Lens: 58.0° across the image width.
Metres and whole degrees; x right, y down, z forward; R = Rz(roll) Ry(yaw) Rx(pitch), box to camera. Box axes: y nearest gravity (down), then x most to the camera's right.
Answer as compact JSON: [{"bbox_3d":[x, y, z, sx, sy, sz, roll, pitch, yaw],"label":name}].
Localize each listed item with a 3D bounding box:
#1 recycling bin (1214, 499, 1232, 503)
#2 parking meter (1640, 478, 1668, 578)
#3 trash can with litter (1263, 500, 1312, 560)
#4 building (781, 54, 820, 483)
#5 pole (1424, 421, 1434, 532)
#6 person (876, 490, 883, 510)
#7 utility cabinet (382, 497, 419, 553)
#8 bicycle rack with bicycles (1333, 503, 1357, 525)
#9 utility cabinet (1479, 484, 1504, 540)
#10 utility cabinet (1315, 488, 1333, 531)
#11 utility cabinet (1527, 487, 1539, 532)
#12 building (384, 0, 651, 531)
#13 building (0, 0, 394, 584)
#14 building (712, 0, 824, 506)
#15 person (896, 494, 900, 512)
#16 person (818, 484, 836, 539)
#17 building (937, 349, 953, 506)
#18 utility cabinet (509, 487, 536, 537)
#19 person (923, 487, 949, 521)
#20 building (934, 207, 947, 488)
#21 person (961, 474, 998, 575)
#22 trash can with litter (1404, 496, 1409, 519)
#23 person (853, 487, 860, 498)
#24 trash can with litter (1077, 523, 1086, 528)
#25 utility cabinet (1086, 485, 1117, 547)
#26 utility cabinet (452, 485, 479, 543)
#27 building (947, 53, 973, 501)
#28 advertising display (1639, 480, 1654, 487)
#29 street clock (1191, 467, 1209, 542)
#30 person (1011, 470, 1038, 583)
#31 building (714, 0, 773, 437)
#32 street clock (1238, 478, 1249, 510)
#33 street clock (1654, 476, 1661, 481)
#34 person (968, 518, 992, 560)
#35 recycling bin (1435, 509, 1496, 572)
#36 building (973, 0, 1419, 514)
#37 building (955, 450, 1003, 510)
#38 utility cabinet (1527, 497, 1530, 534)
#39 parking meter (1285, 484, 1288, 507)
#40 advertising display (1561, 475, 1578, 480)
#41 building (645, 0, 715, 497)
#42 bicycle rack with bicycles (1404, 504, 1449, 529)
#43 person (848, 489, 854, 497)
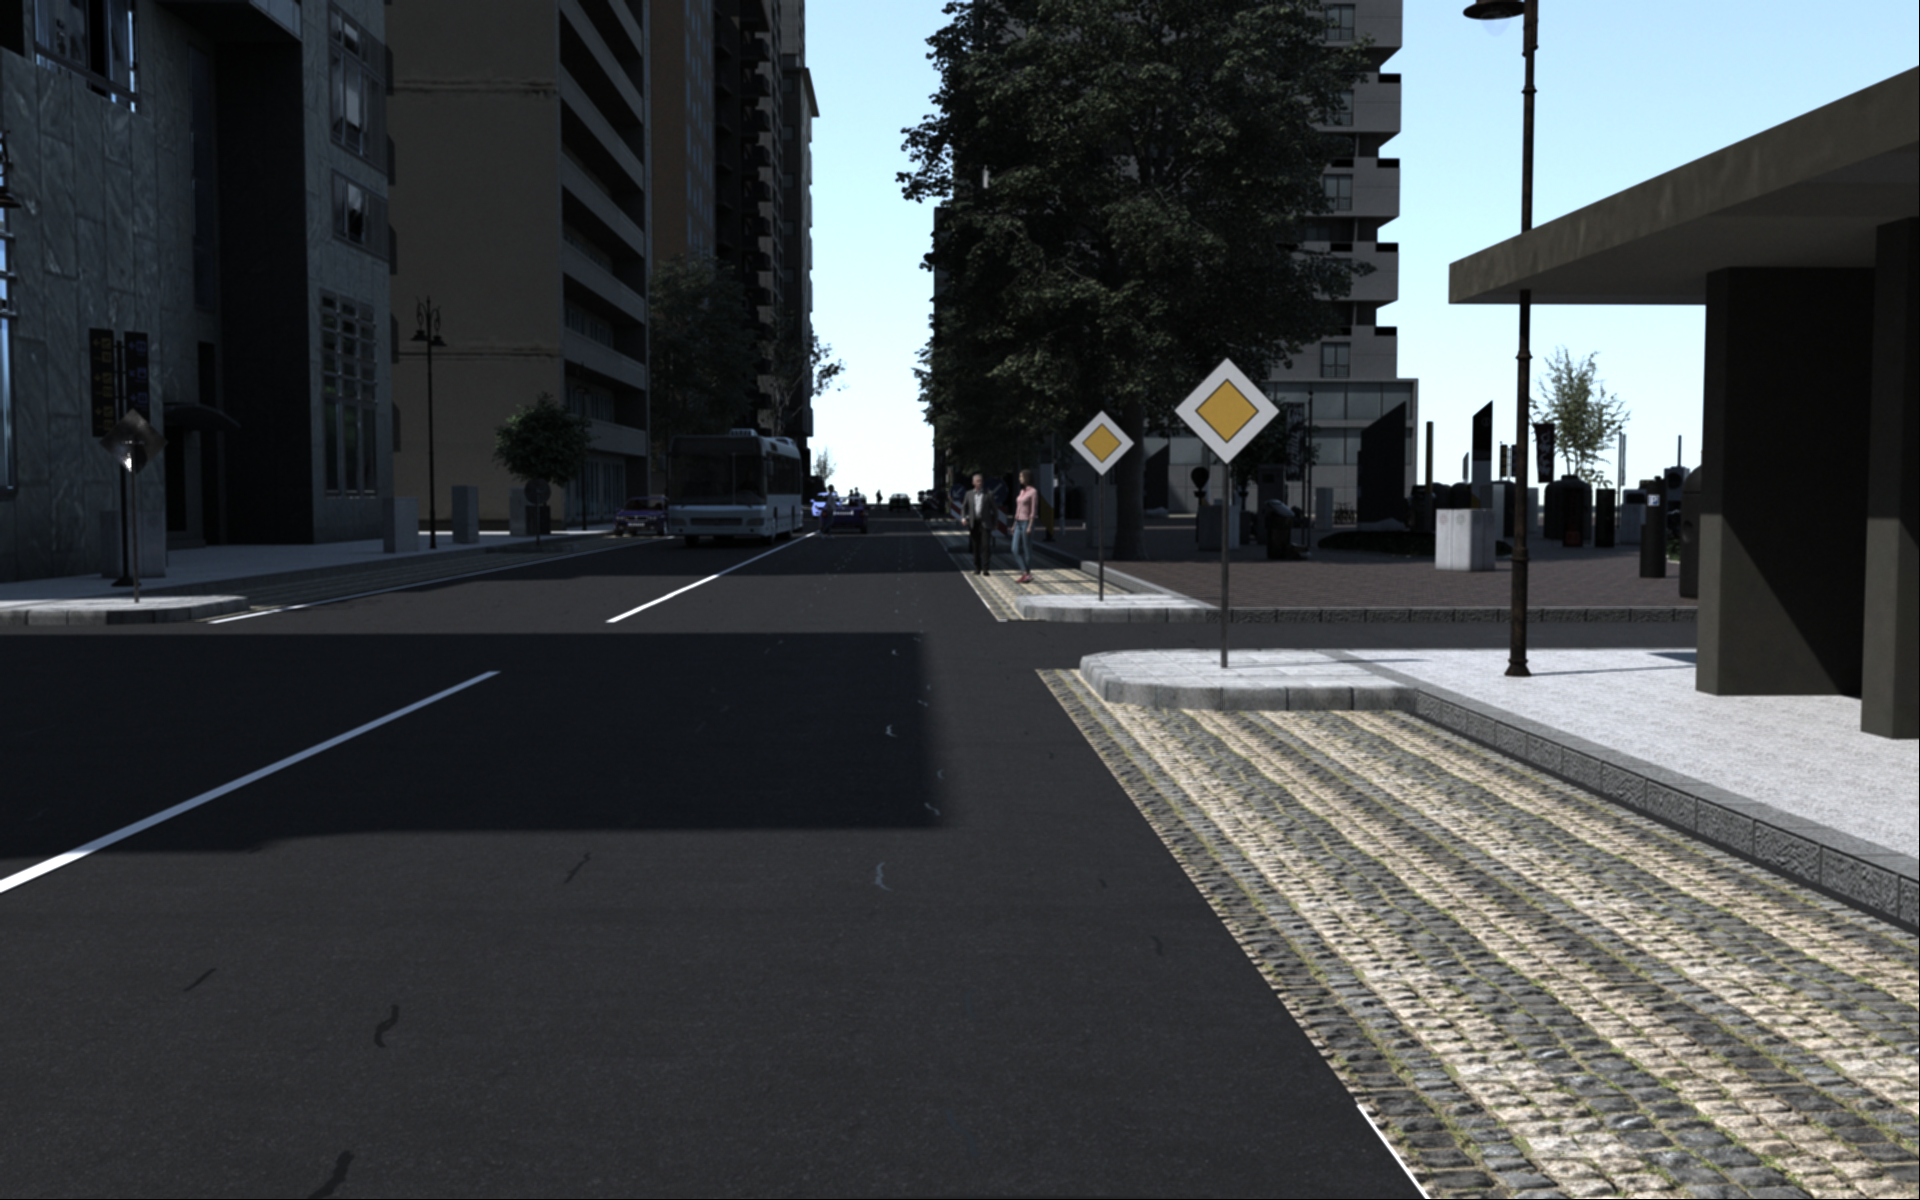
[{"bbox_3d":[13.639,-4.731,89.907,0.722,1.027,0.722,2,4,33],"label":"recycling bin"},{"bbox_3d":[10.640,-1.110,26.560,0.372,1.533,0.369,0,3,0],"label":"parking meter"},{"bbox_3d":[6.489,-1.392,34.139,0.624,1.170,1.055,-3,4,-37],"label":"trash can with litter"},{"bbox_3d":[-32.018,-38.104,212.237,28.713,52.752,27.495,0,4,-2],"label":"building"},{"bbox_3d":[13.159,-3.348,48.588,0.158,3.312,0.155,0,3,0],"label":"pole"},{"bbox_3d":[-7.291,-9.101,157.169,0.599,1.838,0.709,3,5,43],"label":"person"},{"bbox_3d":[-12.268,-1.641,37.990,0.306,1.237,1.020,1,4,13],"label":"utility cabinet"},{"bbox_3d":[16.533,-3.608,72.379,2.925,0.926,2.852,-3,5,-43],"label":"bicycle rack with bicycles"},{"bbox_3d":[12.081,-1.879,39.405,0.318,1.500,1.173,2,4,30],"label":"utility cabinet"},{"bbox_3d":[12.694,-3.158,60.314,0.318,1.500,1.173,0,4,-4],"label":"utility cabinet"},{"bbox_3d":[19.137,-3.038,58.354,0.318,1.500,1.173,3,4,36],"label":"utility cabinet"},{"bbox_3d":[-24.685,-27.189,68.237,21.300,48.544,21.600,0,4,-2],"label":"building"},{"bbox_3d":[-25.249,-44.023,32.446,22.319,86.520,31.000,0,4,-2],"label":"building"},{"bbox_3d":[-29.227,-48.799,236.121,20.563,71.187,20.611,0,4,-2],"label":"building"},{"bbox_3d":[-4.901,-7.640,136.674,0.557,1.426,1.065,0,4,-7],"label":"person"},{"bbox_3d":[-4.265,-2.844,55.679,0.598,1.740,0.731,-1,4,-18],"label":"person"},{"bbox_3d":[11.047,-23.347,226.758,27.650,21.520,28.899,0,4,-2],"label":"building"},{"bbox_3d":[-13.140,-2.649,51.985,0.318,1.500,1.173,-3,5,-40],"label":"utility cabinet"},{"bbox_3d":[-1.220,-5.097,92.046,0.699,1.804,1.509,-3,5,-42],"label":"person"},{"bbox_3d":[3.224,-34.533,248.215,14.154,41.232,14.086,0,4,-2],"label":"building"},{"bbox_3d":[0.345,-1.313,30.373,0.661,1.777,0.834,0,4,0],"label":"person"},{"bbox_3d":[22.016,-4.639,86.899,1.678,1.210,2.233,-3,5,-42],"label":"trash can with litter"},{"bbox_3d":[-5.675,-5.325,95.580,0.581,1.822,0.654,-3,5,-44],"label":"person"},{"bbox_3d":[5.199,-3.248,64.166,1.678,1.210,2.233,-2,4,-26],"label":"trash can with litter"},{"bbox_3d":[3.610,-2.012,41.582,1.173,1.500,0.318,-2,4,-26],"label":"utility cabinet"},{"bbox_3d":[-12.858,-2.224,45.048,0.318,1.500,1.173,-2,4,-35],"label":"utility cabinet"},{"bbox_3d":[6.276,-29.421,164.635,14.154,41.232,14.086,0,4,-2],"label":"building"},{"bbox_3d":[31.075,-4.461,78.148,0.123,1.923,0.974,-2,4,-29],"label":"advertising display"},{"bbox_3d":[6.359,-2.528,45.896,0.471,2.002,0.358,1,4,12],"label":"street clock"},{"bbox_3d":[1.018,-1.177,27.753,0.388,1.821,0.555,-3,5,-42],"label":"person"},{"bbox_3d":[-27.221,-29.910,143.655,22.147,44.769,28.867,0,4,-2],"label":"building"},{"bbox_3d":[8.976,-3.077,54.881,0.358,2.002,0.471,1,4,11],"label":"street clock"},{"bbox_3d":[27.907,-3.962,69.347,0.358,2.002,0.471,1,4,13],"label":"street clock"},{"bbox_3d":[0.417,-1.754,37.595,0.576,1.772,0.534,1,4,19],"label":"person"},{"bbox_3d":[8.444,-1.001,28.916,0.722,1.027,0.722,-3,4,-37],"label":"recycling bin"},{"bbox_3d":[14.813,-32.596,122.184,28.713,52.752,27.495,0,4,-2],"label":"building"},{"bbox_3d":[10.120,-43.283,145.922,20.563,71.187,20.611,0,4,-2],"label":"building"},{"bbox_3d":[18.166,-2.737,55.916,0.306,1.237,1.020,0,4,8],"label":"utility cabinet"},{"bbox_3d":[16.791,-5.145,89.839,0.255,1.863,0.399,-3,5,-43],"label":"parking meter"},{"bbox_3d":[20.264,-3.205,57.614,0.123,1.923,0.974,0,4,-7],"label":"advertising display"},{"bbox_3d":[-22.188,-27.615,101.611,14.600,45.320,14.200,0,4,-2],"label":"building"},{"bbox_3d":[17.760,-3.086,63.834,2.852,0.926,2.925,-3,4,-36],"label":"bicycle rack with bicycles"},{"bbox_3d":[-7.089,-6.281,111.877,0.721,1.739,1.217,3,5,40],"label":"person"}]
